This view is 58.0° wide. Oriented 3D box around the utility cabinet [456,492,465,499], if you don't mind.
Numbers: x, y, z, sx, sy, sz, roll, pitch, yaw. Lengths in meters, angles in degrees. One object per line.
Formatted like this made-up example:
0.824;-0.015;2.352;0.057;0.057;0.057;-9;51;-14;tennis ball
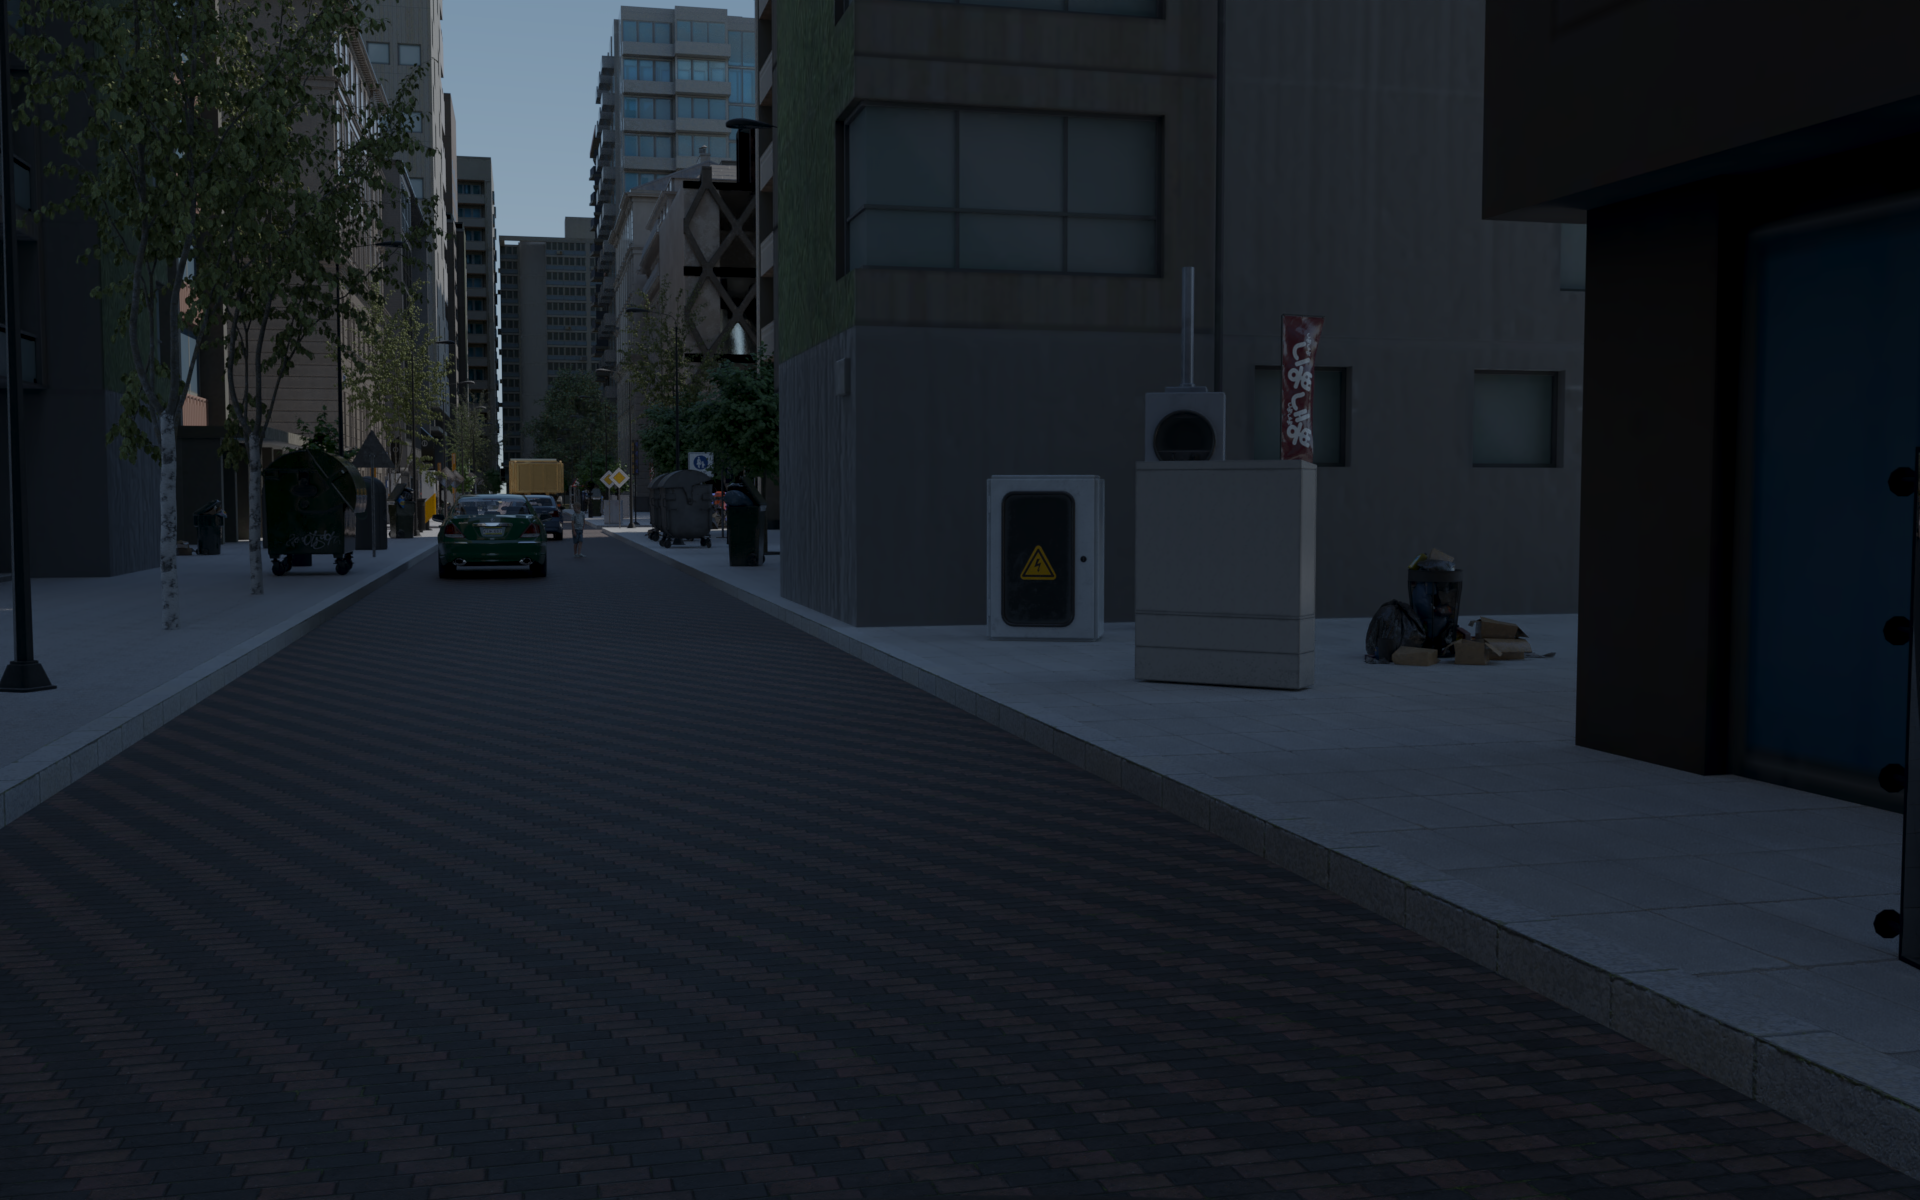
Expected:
-38.745;-7.629;133.419;1.173;1.500;0.318;-3;4;-39;utility cabinet

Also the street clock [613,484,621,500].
-17.050;-4.999;86.299;0.358;2.002;0.471;-3;5;-42;street clock

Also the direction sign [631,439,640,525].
-13.531;-4.903;72.165;0.379;3.537;0.876;-2;4;-28;direction sign

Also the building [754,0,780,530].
5.540;-26.314;53.939;21.300;48.544;21.600;-1;4;-14;building

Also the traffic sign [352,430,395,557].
-11.908;-2.149;35.133;0.884;2.594;0.081;-1;4;-12;traffic sign

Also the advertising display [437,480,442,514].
-23.981;-4.560;79.772;0.123;1.923;0.974;-1;4;-22;advertising display

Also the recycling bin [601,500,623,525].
-14.667;-3.717;73.325;0.722;1.027;0.722;0;4;-4;recycling bin

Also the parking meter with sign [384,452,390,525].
-24.095;-4.715;73.354;0.543;3.016;1.738;-1;4;-13;parking meter with sign

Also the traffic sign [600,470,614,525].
-14.659;-4.207;72.420;0.795;2.450;0.064;-1;4;-14;traffic sign

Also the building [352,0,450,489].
-59.599;-34.441;152.355;28.713;52.752;27.495;-1;4;-14;building

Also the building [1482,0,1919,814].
11.123;-21.557;2.564;14.600;45.320;14.200;-1;4;-14;building

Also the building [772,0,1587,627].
4.150;-20.803;23.730;14.154;41.232;14.086;-1;4;-14;building

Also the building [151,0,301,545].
-32.537;-23.742;42.811;28.867;44.769;22.147;-1;4;-14;building

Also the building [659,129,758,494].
-5.702;-13.340;85.556;16.811;18.784;16.820;-1;4;-14;building

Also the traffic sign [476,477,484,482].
-36.731;-8.091;132.385;0.768;2.556;0.104;-1;4;-10;traffic sign

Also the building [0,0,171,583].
-19.514;-20.706;22.136;14.154;41.232;14.086;-1;4;-14;building

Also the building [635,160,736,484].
-13.446;-16.528;112.029;13.314;21.916;24.055;-1;4;-14;building

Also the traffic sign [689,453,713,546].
-6.387;-2.483;42.733;0.606;2.300;0.079;0;4;-4;traffic sign

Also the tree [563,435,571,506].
-39.824;-13.844;176.714;4.360;8.622;3.978;0;3;0;tree

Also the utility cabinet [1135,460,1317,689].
1.773;-0.179;11.601;1.173;1.500;0.318;2;4;31;utility cabinet

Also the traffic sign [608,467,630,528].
-12.716;-3.733;64.674;0.795;2.450;0.064;-1;4;-14;traffic sign

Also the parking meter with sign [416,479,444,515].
-28.082;-5.833;91.624;0.543;3.016;1.738;2;4;31;parking meter with sign

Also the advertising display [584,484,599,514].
-23.808;-6.529;111.961;0.974;1.923;0.123;1;4;12;advertising display

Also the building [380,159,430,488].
-41.888;-17.810;110.255;14.314;24.678;30.058;-1;4;-14;building

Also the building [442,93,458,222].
-61.887;-32.915;188.276;14.600;45.320;14.200;-1;4;-14;building

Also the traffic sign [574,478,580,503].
-28.452;-7.912;129.465;0.768;2.556;0.104;-1;4;-10;traffic sign

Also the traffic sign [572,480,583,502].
-27.702;-7.685;125.656;0.884;2.594;0.081;0;4;-5;traffic sign

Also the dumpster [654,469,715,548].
-6.568;-2.190;41.566;1.264;1.857;1.865;-1;4;-14;dumpster

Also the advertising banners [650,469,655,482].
-16.559;-6.080;95.591;0.090;3.025;2.074;-3;5;-44;advertising banners

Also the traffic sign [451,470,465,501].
-20.673;-4.116;70.938;0.795;2.450;0.064;-1;4;-14;traffic sign

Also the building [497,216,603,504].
-53.080;-33.878;245.789;23.993;40.220;32.217;-1;4;-14;building

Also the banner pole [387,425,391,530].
-20.343;-4.393;61.846;0.401;3.779;0.863;-1;4;-22;banner pole

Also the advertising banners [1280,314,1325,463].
2.666;-1.250;16.633;2.074;3.025;0.090;-2;4;-27;advertising banners

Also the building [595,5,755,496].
-25.274;-34.054;176.393;23.786;49.044;30.456;-1;4;-14;building

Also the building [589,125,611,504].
-32.310;-33.691;205.466;22.147;44.769;28.867;-1;4;-14;building

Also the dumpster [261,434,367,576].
-10.409;-1.551;27.861;1.502;2.255;1.985;-1;4;-14;dumpster

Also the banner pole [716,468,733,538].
-6.829;-3.706;50.615;0.401;3.779;0.863;1;4;22;banner pole

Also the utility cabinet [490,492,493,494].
-38.672;-8.158;142.069;0.318;1.500;1.173;-2;4;-35;utility cabinet

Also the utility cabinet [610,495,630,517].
-19.117;-5.271;97.345;1.020;1.237;0.306;-2;4;-30;utility cabinet

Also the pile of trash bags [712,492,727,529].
-9.395;-3.327;64.143;1.912;1.369;3.447;1;4;12;pile of trash bags

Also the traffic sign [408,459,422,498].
-19.245;-3.765;61.662;0.768;2.556;0.104;-1;4;-9;traffic sign

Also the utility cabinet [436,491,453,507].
-33.046;-6.241;110.721;1.173;1.500;0.318;-3;4;-38;utility cabinet

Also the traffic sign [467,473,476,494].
-29.011;-6.264;102.515;0.768;2.556;0.104;0;4;-5;traffic sign

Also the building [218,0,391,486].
-34.549;-17.475;82.982;12.463;27.353;25.104;-1;4;-14;building

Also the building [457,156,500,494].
-73.728;-37.337;234.165;21.600;48.544;21.300;-1;4;-14;building

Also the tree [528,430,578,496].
-47.409;-16.456;203.459;7.601;10.594;8.767;-1;4;-22;tree

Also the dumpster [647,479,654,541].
-7.889;-2.554;47.509;1.264;1.857;1.865;-1;4;-14;dumpster

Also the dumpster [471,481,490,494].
-35.485;-7.669;127.886;1.502;2.255;1.985;-1;4;-14;dumpster

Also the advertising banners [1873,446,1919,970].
2.614;-0.461;3.729;0.090;3.025;2.074;0;4;-1;advertising banners

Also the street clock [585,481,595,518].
-19.989;-5.448;93.640;0.471;2.002;0.358;-2;4;-34;street clock

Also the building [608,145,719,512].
-20.508;-20.681;135.390;12.463;27.353;25.104;-1;4;-14;building

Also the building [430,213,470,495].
-57.277;-24.670;175.062;14.160;30.474;14.107;-1;4;-14;building

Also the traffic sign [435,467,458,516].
-18.730;-3.642;63.192;0.795;2.450;0.064;-1;4;-14;traffic sign
